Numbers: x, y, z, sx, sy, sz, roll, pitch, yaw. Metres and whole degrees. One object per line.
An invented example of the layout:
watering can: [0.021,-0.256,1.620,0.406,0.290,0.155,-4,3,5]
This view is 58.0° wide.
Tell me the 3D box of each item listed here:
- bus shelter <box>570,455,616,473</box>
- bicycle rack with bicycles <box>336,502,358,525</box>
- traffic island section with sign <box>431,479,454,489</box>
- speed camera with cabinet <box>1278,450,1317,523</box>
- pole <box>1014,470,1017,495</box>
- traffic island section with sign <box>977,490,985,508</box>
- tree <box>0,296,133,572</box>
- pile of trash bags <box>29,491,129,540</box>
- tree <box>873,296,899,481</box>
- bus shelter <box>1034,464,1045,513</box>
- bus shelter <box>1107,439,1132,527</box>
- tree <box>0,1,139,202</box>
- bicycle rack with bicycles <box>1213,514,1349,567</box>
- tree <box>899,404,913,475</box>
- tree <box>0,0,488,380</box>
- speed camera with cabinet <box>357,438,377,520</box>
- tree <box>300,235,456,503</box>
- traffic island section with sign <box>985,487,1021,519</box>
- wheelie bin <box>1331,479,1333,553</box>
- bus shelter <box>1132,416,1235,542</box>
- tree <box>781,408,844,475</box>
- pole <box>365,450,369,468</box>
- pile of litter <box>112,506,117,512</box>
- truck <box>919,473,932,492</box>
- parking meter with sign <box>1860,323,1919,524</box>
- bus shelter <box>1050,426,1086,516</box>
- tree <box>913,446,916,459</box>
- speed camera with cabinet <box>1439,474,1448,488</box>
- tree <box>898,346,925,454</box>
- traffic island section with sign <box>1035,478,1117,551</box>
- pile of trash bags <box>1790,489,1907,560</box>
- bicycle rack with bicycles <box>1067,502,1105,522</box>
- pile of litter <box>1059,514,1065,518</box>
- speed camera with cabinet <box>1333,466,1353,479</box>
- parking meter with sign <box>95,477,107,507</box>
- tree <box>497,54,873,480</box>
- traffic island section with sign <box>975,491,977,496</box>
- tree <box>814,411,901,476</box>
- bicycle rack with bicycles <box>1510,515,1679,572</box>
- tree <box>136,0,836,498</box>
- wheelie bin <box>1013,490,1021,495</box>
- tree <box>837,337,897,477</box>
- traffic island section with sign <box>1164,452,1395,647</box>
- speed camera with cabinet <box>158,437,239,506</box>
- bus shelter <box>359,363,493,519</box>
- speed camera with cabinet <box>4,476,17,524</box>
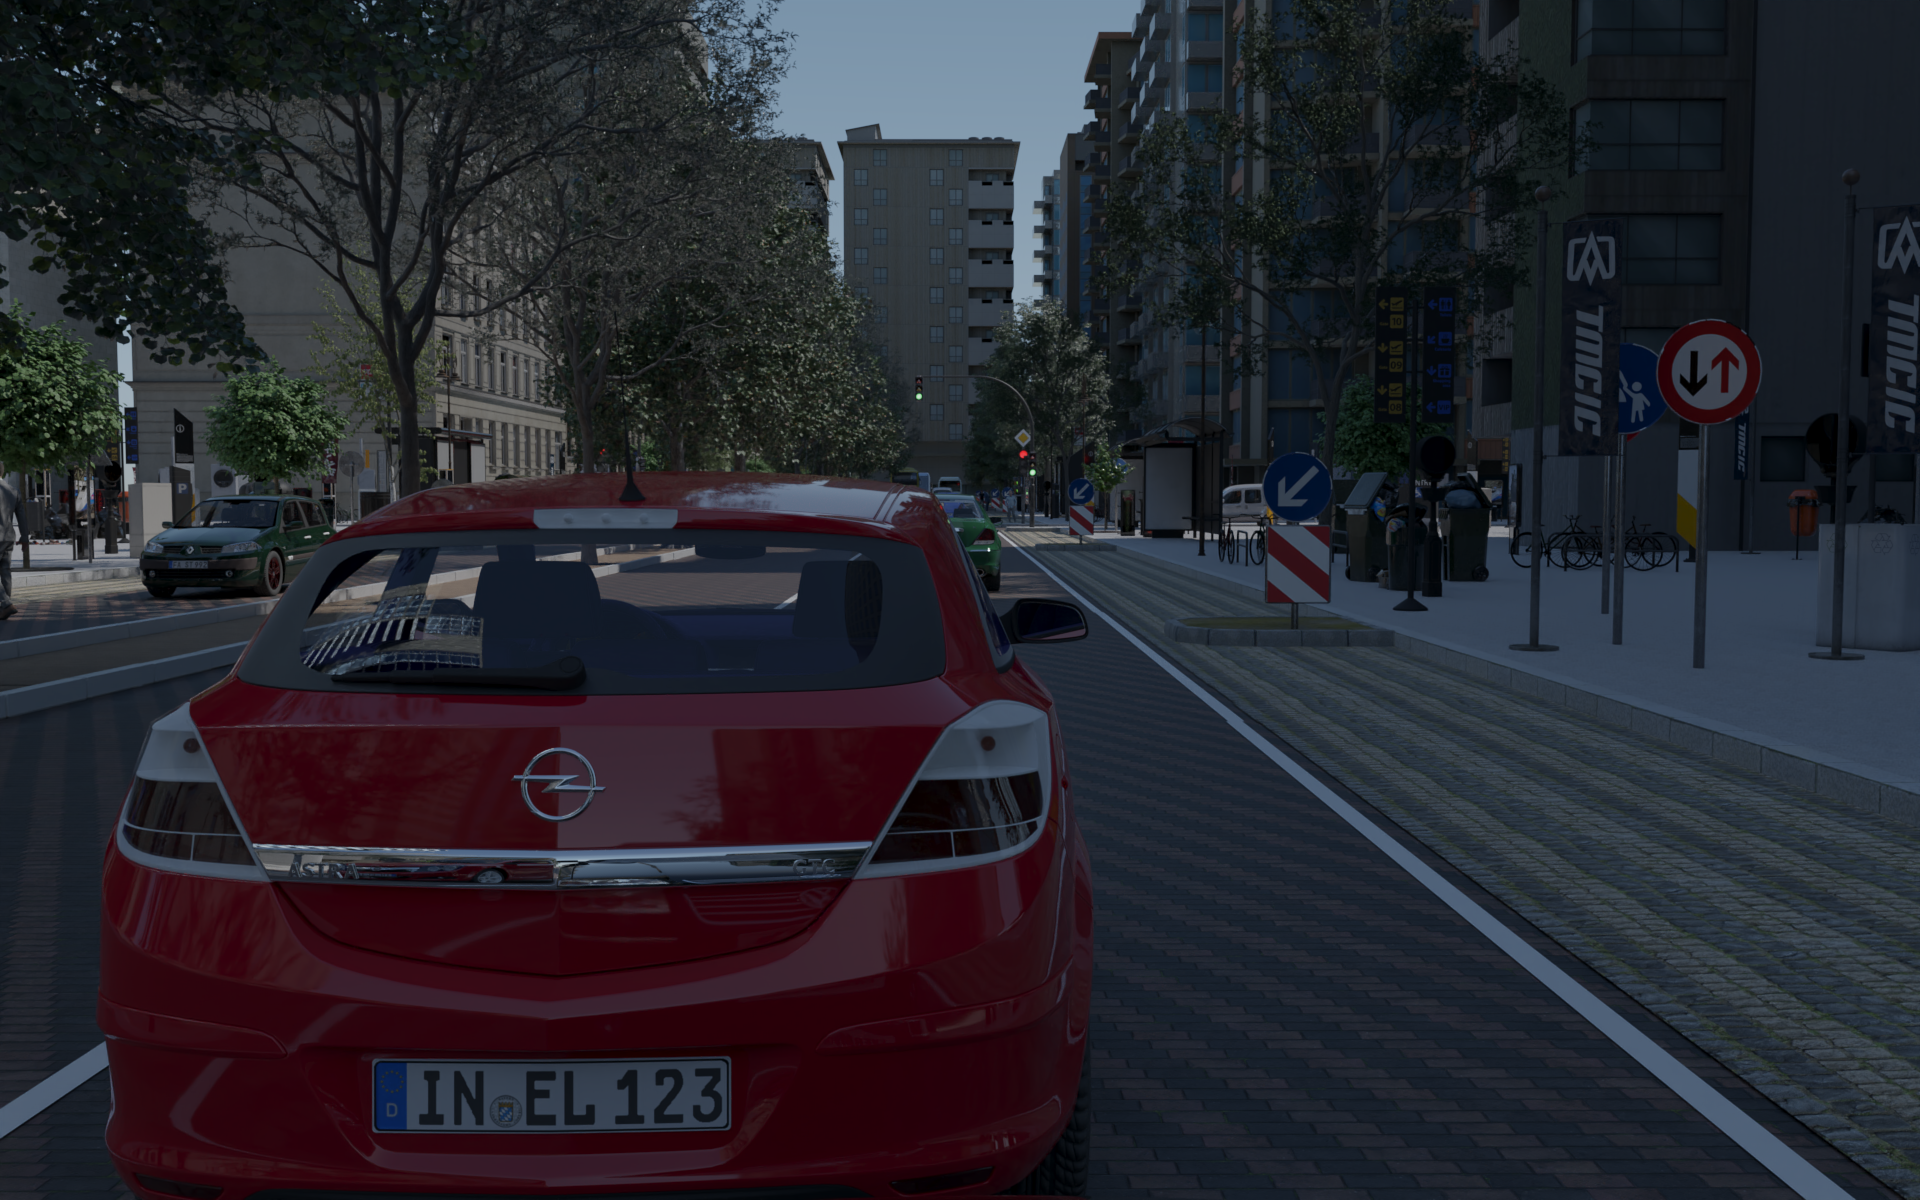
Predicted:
bus shelter: [-16.445,-5.277,80.198,2.014,3.302,5.546,0,4,0]
bicycle rack with bicycles: [-27.541,-3.796,75.441,2.925,0.926,2.852,-2,4,-24]
traffic island section with sign: [-13.301,-2.176,44.204,1.989,1.847,2.006,0,4,0]
speed camera with cabinet: [14.995,-5.055,76.979,2.038,3.252,0.660,0,4,4]
pole: [4.693,-9.294,145.803,0.158,3.312,0.155,0,3,0]
traffic island section with sign: [2.463,-7.225,126.762,1.989,1.847,2.006,0,4,0]
tree: [-15.760,-2.772,29.041,4.285,4.588,4.351,0,3,0]
pile of trash bags: [-24.969,-2.459,49.962,1.912,1.369,3.447,1,4,12]
tree: [-7.036,-8.304,55.230,9.611,12.733,9.660,0,3,0]
bus shelter: [6.194,-8.991,124.631,2.179,5.291,8.768,0,4,0]
bus shelter: [6.528,-4.314,64.453,2.014,3.302,5.546,0,4,0]
tree: [-7.056,-6.669,21.872,12.009,13.543,11.850,0,3,0]
bicycle rack with bicycles: [5.879,-1.099,31.347,2.852,0.926,2.925,0,4,5]
tree: [-7.694,-10.761,95.403,9.611,12.733,9.660,0,3,0]
tree: [-6.993,-6.178,10.126,9.857,13.997,8.962,0,3,0]
speed camera with cabinet: [-20.879,-4.076,60.984,0.660,3.252,2.038,-1,4,-18]
tree: [-15.914,-5.979,48.114,4.737,8.622,4.395,0,3,0]
traffic island section with sign: [2.607,-5.545,99.292,1.989,1.847,2.006,0,4,0]
wheelie bin: [8.263,-1.802,37.366,0.980,1.594,0.693,0,4,-6]
bus shelter: [6.127,-3.299,47.858,2.014,3.302,5.546,0,3,0]
tree: [-7.679,-8.287,88.309,4.360,8.622,3.978,0,3,0]
pole: [-27.354,-5.269,79.984,0.158,3.312,0.155,0,3,0]
pile of litter: [-32.394,-3.180,65.951,1.176,0.858,1.719,3,5,44]
truck: [-5.202,-13.709,213.898,2.967,4.110,18.799,0,4,1]
parking meter with sign: [9.947,-1.282,17.230,0.543,3.016,1.738,-3,5,-41]
bus shelter: [6.388,-7.494,100.160,2.179,5.291,8.768,0,4,0]
tree: [-7.976,-12.444,122.927,9.611,12.733,9.660,0,3,0]
speed camera with cabinet: [21.222,-4.883,74.169,2.038,3.252,0.660,0,4,6]
tree: [-7.422,-10.159,78.929,12.009,13.543,11.850,0,3,0]
traffic island section with sign: [2.918,-2.166,44.044,1.989,1.847,2.006,0,4,0]
pile of trash bags: [17.448,-1.414,32.879,1.912,1.369,3.447,-3,5,-41]
bicycle rack with bicycles: [6.431,-4.078,80.054,2.925,0.926,2.852,-2,4,-34]
pile of litter: [6.022,-4.897,94.033,1.176,0.858,1.719,-2,4,-26]
speed camera with cabinet: [11.601,-3.444,50.643,0.660,3.252,2.038,3,4,39]
parking meter with sign: [-73.467,-9.279,147.964,0.543,3.016,1.738,-3,5,-40]
tree: [-7.399,-7.687,45.147,9.611,12.733,9.660,0,3,0]
traffic island section with sign: [2.184,-10.294,176.935,1.989,1.847,2.006,0,4,0]
tree: [-7.696,-10.232,104.158,8.767,10.594,7.601,0,4,0]
bicycle rack with bicycles: [10.930,-0.991,29.591,2.925,0.926,2.852,1,4,11]
tree: [-7.411,-7.425,34.232,12.009,13.543,11.850,0,3,0]
wheelie bin: [4.734,-8.523,147.265,0.980,1.594,0.693,1,4,15]
tree: [-7.774,-11.309,113.109,9.928,11.665,9.643,0,3,0]
traffic island section with sign: [3.066,-0.517,17.089,1.989,1.847,2.006,0,4,0]
speed camera with cabinet: [-22.089,-3.423,50.295,2.038,3.252,0.660,-1,4,-15]
bus shelter: [-17.243,-4.768,55.596,2.179,5.291,8.768,0,3,0]
speed camera with cabinet: [-41.588,-4.953,75.313,0.660,3.252,2.038,-3,5,-42]
